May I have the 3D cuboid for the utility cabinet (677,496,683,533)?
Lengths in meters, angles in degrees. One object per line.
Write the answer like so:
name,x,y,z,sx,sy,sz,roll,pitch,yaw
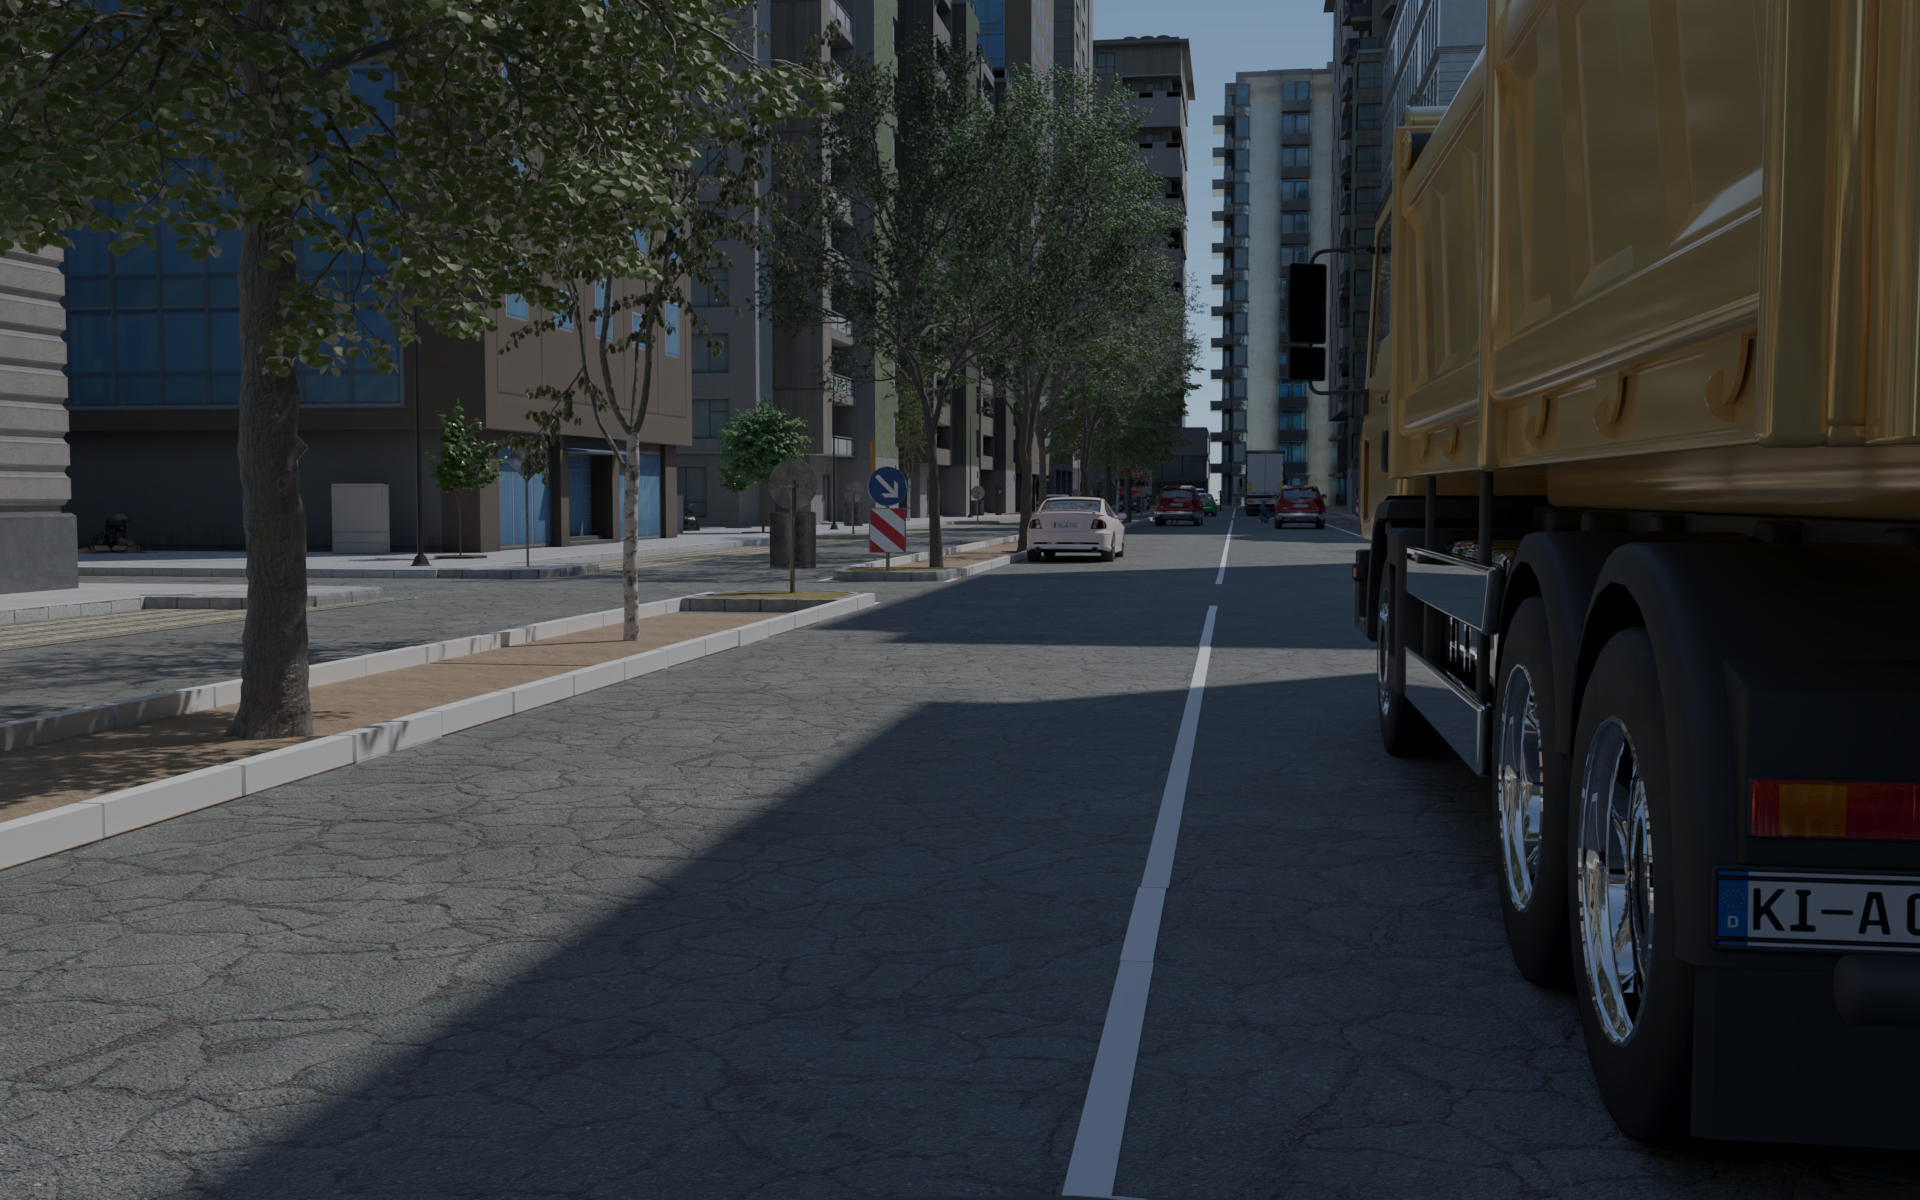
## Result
utility cabinet,-9.638,-2.802,56.981,1.020,1.237,0.306,-2,4,-30

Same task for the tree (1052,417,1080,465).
tree,9.272,-12.694,157.905,4.737,8.622,4.395,0,3,0

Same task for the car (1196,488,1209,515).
car,15.916,-6.676,117.825,2.281,1.827,5.304,1,4,8

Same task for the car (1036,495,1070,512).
car,4.981,-4.750,89.662,2.014,1.417,4.499,1,4,9

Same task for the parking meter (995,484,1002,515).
parking meter,2.344,-6.061,104.816,0.399,1.863,0.255,-3,4,-38

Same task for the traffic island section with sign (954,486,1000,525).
traffic island section with sign,0.833,-4.460,81.552,1.989,1.847,2.006,1,4,9

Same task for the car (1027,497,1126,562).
car,2.585,-1.578,38.162,2.083,1.381,4.827,1,4,10

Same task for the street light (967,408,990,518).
street light,1.097,-7.427,93.974,1.470,5.913,1.316,1,4,9

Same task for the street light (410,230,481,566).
street light,-9.094,-3.554,30.657,1.470,5.913,1.316,1,4,9

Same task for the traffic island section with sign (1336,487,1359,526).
traffic island section with sign,18.293,-4.331,79.436,1.989,1.847,2.006,1,4,9

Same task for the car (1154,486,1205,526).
car,9.999,-4.294,78.881,2.281,1.827,5.304,1,4,10

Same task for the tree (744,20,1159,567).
tree,-0.369,-5.876,32.942,8.767,10.594,7.601,1,4,9

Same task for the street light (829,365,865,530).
street light,-3.999,-5.481,62.151,1.470,5.913,1.316,1,4,9

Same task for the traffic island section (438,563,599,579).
traffic island section,-7.675,-0.513,30.675,2.009,0.180,2.903,1,4,9

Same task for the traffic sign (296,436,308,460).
traffic sign,-8.918,-1.167,22.725,0.795,2.450,0.064,1,4,9

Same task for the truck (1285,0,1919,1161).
truck,3.238,-0.691,7.226,3.469,3.379,9.791,1,4,9

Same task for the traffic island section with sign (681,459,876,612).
traffic island section with sign,-2.282,-0.846,21.961,2.006,1.907,1.989,1,4,9

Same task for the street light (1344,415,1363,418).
street light,23.254,-7.900,101.712,1.470,5.913,1.316,1,4,9

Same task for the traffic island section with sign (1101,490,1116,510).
traffic island section with sign,13.335,-9.216,159.311,1.989,1.847,2.006,1,4,9

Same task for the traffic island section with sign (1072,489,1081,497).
traffic island section with sign,8.884,-7.521,131.597,1.989,1.847,2.006,1,4,9

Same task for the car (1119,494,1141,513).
car,13.170,-7.654,134.934,2.009,1.686,4.222,0,4,8

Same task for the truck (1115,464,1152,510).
truck,15.629,-10.135,154.619,2.839,4.237,11.283,1,4,9

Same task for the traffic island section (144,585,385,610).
traffic island section,-8.942,-0.031,22.790,2.009,0.180,2.903,1,4,9

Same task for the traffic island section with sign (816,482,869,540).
traffic island section with sign,-3.445,-2.831,54.916,1.989,1.847,2.006,1,4,9

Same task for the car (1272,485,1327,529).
car,14.178,-3.895,72.355,2.281,1.827,5.304,1,4,10

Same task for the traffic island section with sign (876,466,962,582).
traffic island section with sign,-1.098,-1.293,29.274,2.006,1.907,1.989,1,4,9

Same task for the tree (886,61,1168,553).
tree,1.665,-6.932,41.544,9.928,11.665,9.643,0,3,0

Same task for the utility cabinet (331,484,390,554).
utility cabinet,-12.764,-1.726,36.904,1.173,1.500,0.318,1,4,11

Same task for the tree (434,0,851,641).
tree,-3.174,-3.915,16.829,4.360,8.622,3.978,0,3,0

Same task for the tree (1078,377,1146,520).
tree,7.321,-7.787,80.136,4.360,8.622,3.978,0,3,0

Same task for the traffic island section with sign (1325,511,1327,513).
traffic island section with sign,26.144,-7.320,128.311,1.989,1.847,2.006,1,4,9

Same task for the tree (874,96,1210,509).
tree,2.555,-8.584,53.174,12.009,13.543,11.850,0,3,0

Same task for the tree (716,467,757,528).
tree,-8.424,-4.321,65.242,1.663,3.219,1.824,0,3,0

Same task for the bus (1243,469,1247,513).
bus,22.803,-8.510,130.680,2.896,3.916,12.252,1,4,10

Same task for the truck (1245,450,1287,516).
truck,20.456,-7.772,115.979,2.839,4.237,11.283,1,4,10

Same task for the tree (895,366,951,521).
tree,-2.475,-8.126,83.223,4.737,8.622,4.395,0,3,0

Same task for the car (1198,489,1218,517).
car,15.573,-6.268,111.283,1.959,1.807,4.718,1,4,11

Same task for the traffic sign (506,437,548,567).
traffic sign,-7.651,-1.649,30.609,0.795,2.450,0.064,1,4,9

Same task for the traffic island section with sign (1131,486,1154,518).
traffic island section with sign,10.814,-5.831,103.466,2.006,1.907,1.989,1,4,9

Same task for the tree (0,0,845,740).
tree,-4.090,-5.487,10.301,7.486,12.596,7.792,0,3,0

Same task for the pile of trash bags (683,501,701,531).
pile of trash bags,-10.709,-3.050,59.620,1.912,1.369,3.447,3,4,38

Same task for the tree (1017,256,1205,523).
tree,6.139,-9.315,72.882,7.486,12.596,7.792,0,3,0

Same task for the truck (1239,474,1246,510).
truck,26.686,-9.709,154.661,3.469,3.379,9.791,1,4,9
